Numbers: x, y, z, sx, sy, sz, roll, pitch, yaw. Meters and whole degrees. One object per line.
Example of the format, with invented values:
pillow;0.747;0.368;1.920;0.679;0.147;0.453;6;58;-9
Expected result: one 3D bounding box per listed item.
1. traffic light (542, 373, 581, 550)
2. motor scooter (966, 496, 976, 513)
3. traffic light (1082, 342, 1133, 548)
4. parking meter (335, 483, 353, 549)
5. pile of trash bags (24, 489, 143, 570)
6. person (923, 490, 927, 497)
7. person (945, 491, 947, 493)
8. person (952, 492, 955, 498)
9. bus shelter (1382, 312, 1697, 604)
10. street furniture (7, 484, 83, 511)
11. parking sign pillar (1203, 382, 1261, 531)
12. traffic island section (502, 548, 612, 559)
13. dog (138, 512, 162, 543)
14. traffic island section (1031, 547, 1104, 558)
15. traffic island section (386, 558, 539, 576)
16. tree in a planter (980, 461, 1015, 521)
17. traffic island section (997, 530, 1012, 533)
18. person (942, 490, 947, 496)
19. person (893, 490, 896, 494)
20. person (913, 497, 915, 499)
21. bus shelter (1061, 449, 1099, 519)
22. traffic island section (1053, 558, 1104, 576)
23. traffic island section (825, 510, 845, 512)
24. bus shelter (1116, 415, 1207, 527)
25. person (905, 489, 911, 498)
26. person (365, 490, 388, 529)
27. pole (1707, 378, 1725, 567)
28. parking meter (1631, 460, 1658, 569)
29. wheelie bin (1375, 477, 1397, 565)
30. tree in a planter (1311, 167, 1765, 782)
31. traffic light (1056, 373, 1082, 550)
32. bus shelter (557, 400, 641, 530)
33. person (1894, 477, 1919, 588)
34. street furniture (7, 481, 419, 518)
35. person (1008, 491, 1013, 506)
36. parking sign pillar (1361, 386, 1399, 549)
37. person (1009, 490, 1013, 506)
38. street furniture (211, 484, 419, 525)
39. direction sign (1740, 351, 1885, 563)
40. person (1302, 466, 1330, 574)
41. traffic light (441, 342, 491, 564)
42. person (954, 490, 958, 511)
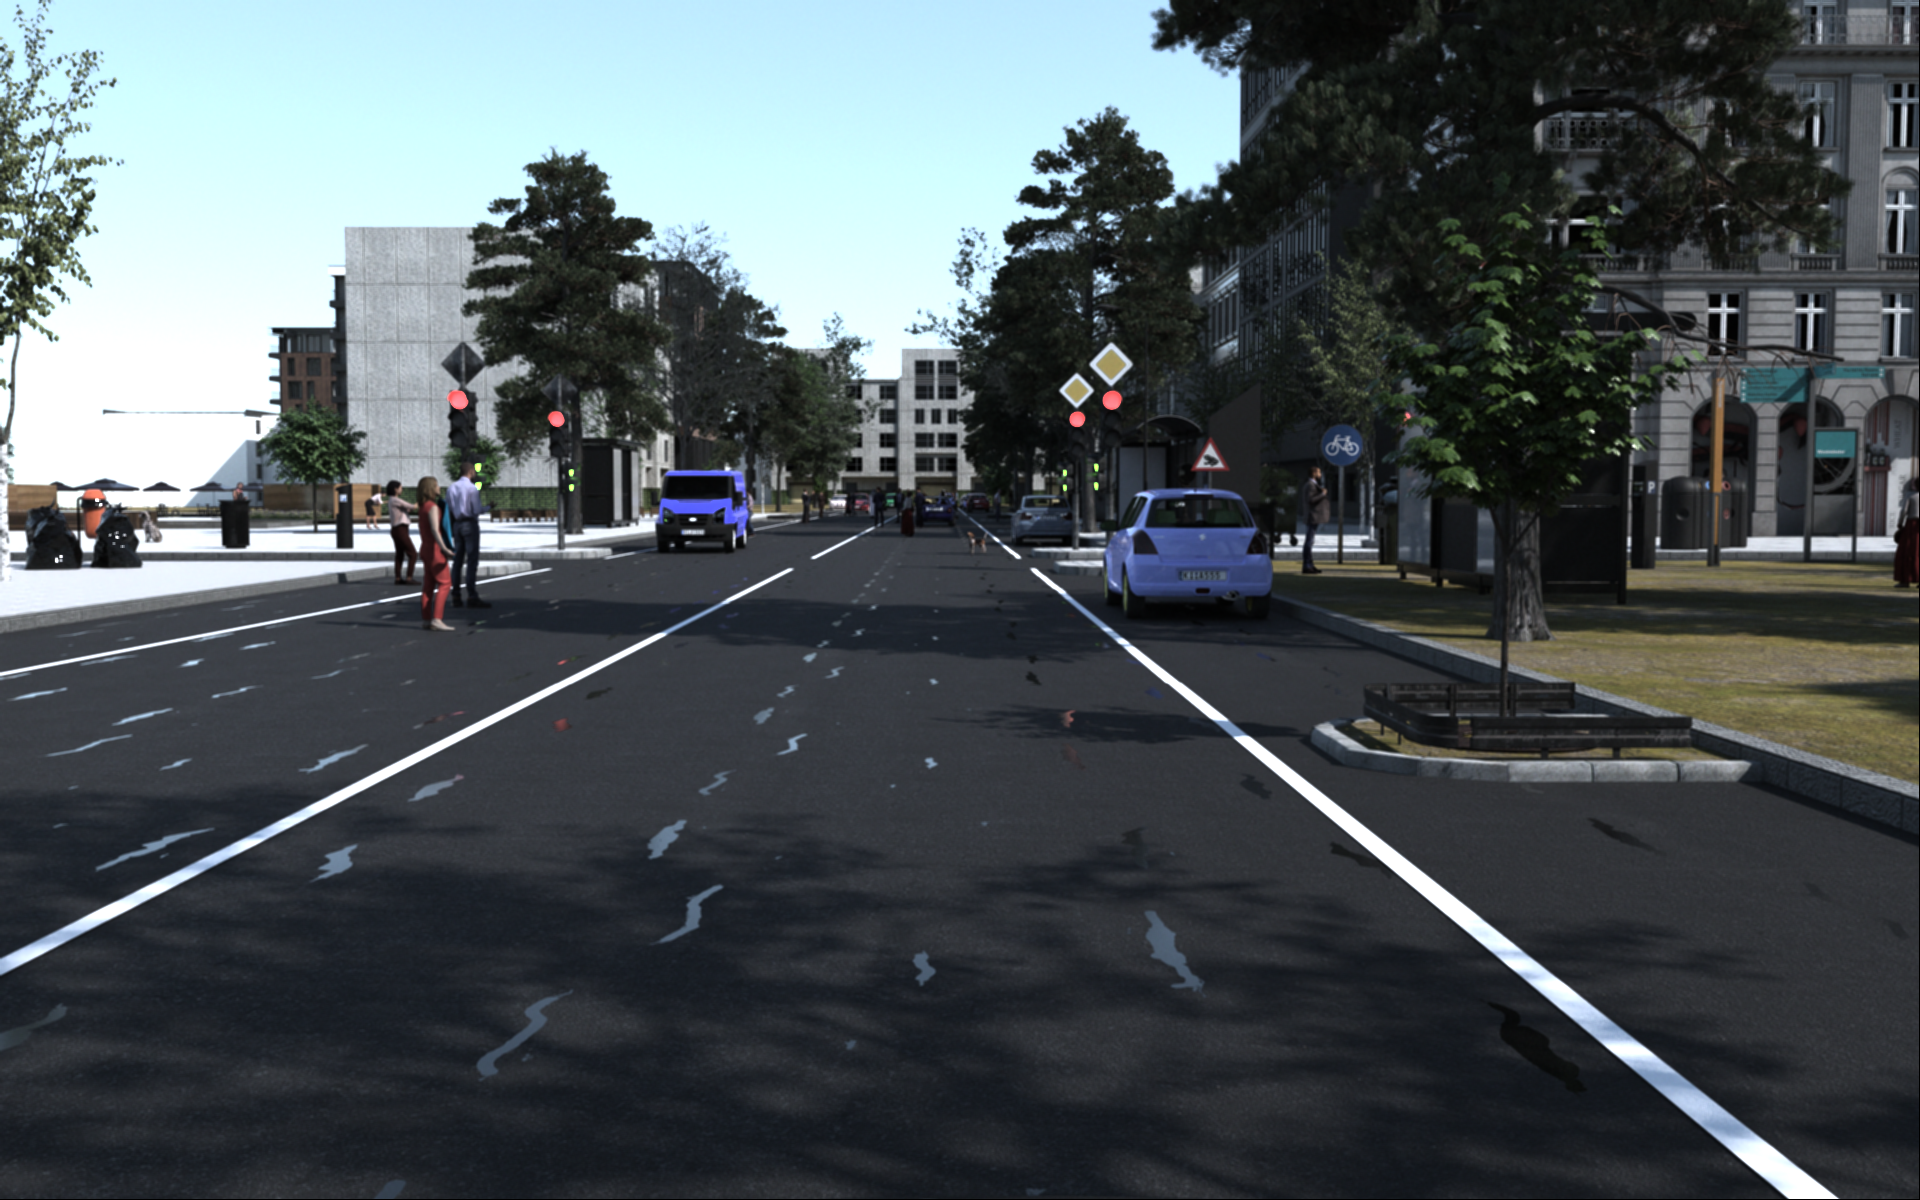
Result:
traffic light;-9.118;-3.078;39.576;0.839;4.213;0.868;0;4;-1
motor scooter;0.847;-7.333;132.674;0.815;1.314;1.986;0;4;1
traffic light;2.733;-2.599;31.740;0.839;4.213;0.868;0;4;-1
parking meter;-14.469;-1.975;40.704;0.372;1.533;0.369;0;3;0
pile of trash bags;-15.640;-1.300;31.005;1.912;1.369;3.447;-1;4;-22
person;-3.039;-8.375;145.948;1.217;1.766;0.721;1;4;8
person;-1.287;-9.903;171.216;0.445;1.727;0.742;-1;4;-18
person;-0.747;-10.210;176.901;0.415;1.643;0.593;1;4;22
bus shelter;7.384;-2.853;24.279;2.179;5.291;8.768;0;4;-1
street furniture;-43.819;-4.392;78.671;11.010;1.723;9.812;-1;4;-9
parking sign pillar;6.548;-3.257;41.731;1.447;3.967;1.447;-1;4;-9
traffic island section;-9.158;-1.066;39.709;2.009;0.180;2.903;0;4;-1
dog;-21.402;-1.927;45.882;0.513;0.831;0.800;-3;4;-38
traffic island section;2.683;-1.074;39.838;2.009;0.180;2.903;0;4;-1
traffic island section;-9.067;-0.578;31.724;2.009;0.180;2.903;0;4;-1
tree in a planter;2.088;-5.817;92.324;1.991;3.239;1.994;0;4;-1
traffic island section;2.398;-2.546;64.501;1.991;0.108;1.994;0;4;-1
person;-1.281;-7.134;125.875;0.721;1.736;1.217;-3;5;-42
person;-6.658;-10.271;176.063;0.705;1.869;1.348;-2;4;-24
person;-4.102;-10.001;172.110;0.705;1.812;1.348;3;5;45
bus shelter;6.501;-6.225;93.054;1.731;3.624;6.357;0;4;-1
traffic island section;2.773;-0.585;31.853;2.009;0.180;2.903;0;4;-1
traffic island section;-9.990;-7.268;141.694;1.991;0.108;1.994;0;4;-1
bus shelter;5.283;-3.241;46.917;2.014;3.302;5.546;0;4;-1
person;-4.251;-8.025;139.582;0.599;1.838;0.709;1;4;19
person;-21.433;-3.327;63.624;0.628;1.438;0.799;3;4;36
pole;13.345;-2.246;30.573;0.158;3.312;0.155;0;3;0
parking meter;11.740;-1.469;29.734;0.399;1.863;0.255;-2;4;-32
wheelie bin;7.893;-1.429;31.268;0.693;1.594;0.980;0;4;-6
tree in a planter;3.021;-0.752;9.521;1.991;3.239;1.994;0;4;-1
traffic light;2.643;-3.087;39.724;0.839;4.213;0.868;0;4;-1
bus shelter;-13.821;-5.402;65.948;2.179;5.291;8.768;0;4;-1
person;13.028;-0.923;23.600;0.523;1.526;0.387;1;4;18
street furniture;-42.222;-5.721;98.569;27.439;1.986;14.083;-1;4;-17
person;6.012;-11.366;193.958;1.348;1.869;0.705;-1;4;-22
parking sign pillar;10.266;-3.216;41.060;1.447;3.967;1.447;-1;4;-8
person;5.453;-10.795;183.364;0.721;1.723;1.217;-1;4;-22
street furniture;-28.950;-4.258;76.465;9.812;1.723;11.010;2;4;35
direction sign;15.868;-2.643;31.970;2.525;3.948;1.411;1;4;9
person;5.716;-1.282;27.820;0.431;1.722;0.655;1;4;10
traffic light;-9.027;-2.590;31.591;0.839;4.213;0.868;0;4;-1
person;-0.350;-8.447;146.595;0.705;1.826;1.348;0;4;-5
